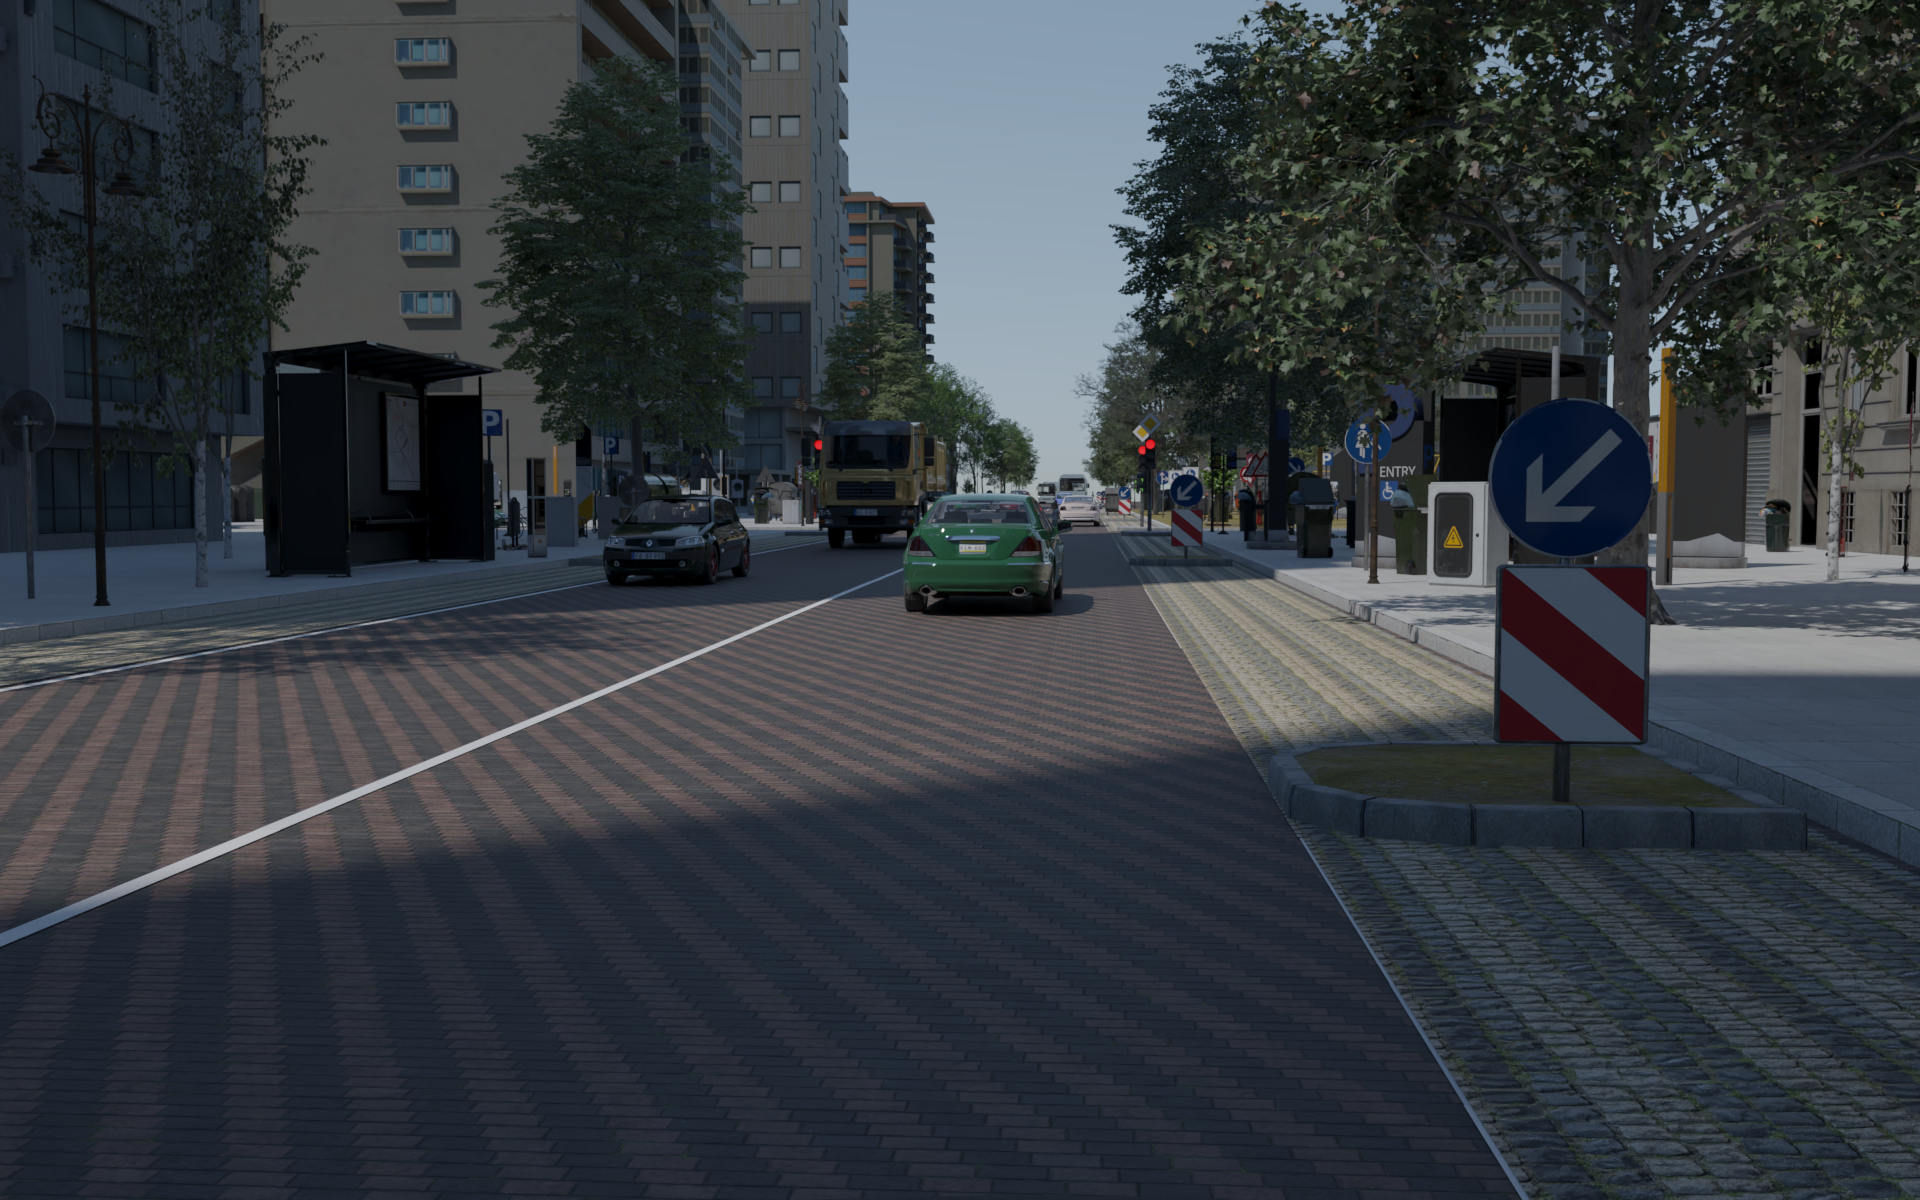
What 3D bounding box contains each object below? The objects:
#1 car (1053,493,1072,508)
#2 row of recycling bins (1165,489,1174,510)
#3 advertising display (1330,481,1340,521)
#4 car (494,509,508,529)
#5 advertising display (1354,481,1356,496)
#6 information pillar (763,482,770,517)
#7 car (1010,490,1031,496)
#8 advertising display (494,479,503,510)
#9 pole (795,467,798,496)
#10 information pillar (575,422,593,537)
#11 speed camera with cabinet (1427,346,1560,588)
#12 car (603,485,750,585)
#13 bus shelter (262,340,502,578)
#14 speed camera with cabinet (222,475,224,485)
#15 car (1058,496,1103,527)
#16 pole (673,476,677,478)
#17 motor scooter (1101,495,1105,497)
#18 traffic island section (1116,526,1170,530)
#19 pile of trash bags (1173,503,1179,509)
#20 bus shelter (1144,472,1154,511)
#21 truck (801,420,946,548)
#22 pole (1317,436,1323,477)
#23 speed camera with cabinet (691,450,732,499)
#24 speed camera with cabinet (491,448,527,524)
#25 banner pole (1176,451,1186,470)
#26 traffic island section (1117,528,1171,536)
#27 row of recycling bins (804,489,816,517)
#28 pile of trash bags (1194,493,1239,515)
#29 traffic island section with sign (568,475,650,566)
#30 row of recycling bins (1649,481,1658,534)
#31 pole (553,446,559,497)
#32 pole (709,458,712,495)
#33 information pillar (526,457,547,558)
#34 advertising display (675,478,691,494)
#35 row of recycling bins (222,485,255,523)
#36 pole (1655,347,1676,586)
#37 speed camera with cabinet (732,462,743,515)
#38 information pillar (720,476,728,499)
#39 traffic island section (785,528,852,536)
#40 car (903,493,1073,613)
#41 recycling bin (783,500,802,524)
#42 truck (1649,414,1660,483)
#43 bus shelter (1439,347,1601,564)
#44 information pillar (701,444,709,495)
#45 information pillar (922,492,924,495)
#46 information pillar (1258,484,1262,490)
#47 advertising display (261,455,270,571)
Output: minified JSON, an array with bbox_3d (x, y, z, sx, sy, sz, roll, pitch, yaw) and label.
[{"bbox_3d":[8.366,-7.889,138.571,1.945,1.707,3.694,0,4,4],"label":"car"},{"bbox_3d":[16.618,-8.005,138.002,1.069,1.692,3.534,1,4,9],"label":"row of recycling bins"},{"bbox_3d":[18.014,-4.832,84.214,0.123,1.923,0.974,-3,5,-41],"label":"advertising display"},{"bbox_3d":[-19.484,-3.273,65.315,4.920,1.459,2.131,0,4,3],"label":"car"},{"bbox_3d":[20.391,-5.038,87.588,0.974,1.923,0.123,-1,4,-11],"label":"advertising display"},{"bbox_3d":[-9.855,-5.117,88.160,0.304,2.012,0.304,1,4,11],"label":"information pillar"},{"bbox_3d":[5.455,-9.309,160.872,2.281,1.827,5.304,0,4,5],"label":"car"},{"bbox_3d":[-20.710,-4.371,76.675,0.974,1.923,0.123,1,4,16],"label":"advertising display"},{"bbox_3d":[-12.283,-8.323,129.925,0.158,3.312,0.155,0,3,0],"label":"pole"},{"bbox_3d":[-11.228,-3.689,51.670,0.504,3.616,0.183,0,4,2],"label":"information pillar"},{"bbox_3d":[7.399,-1.794,23.670,0.660,3.252,2.038,-3,4,-38],"label":"speed camera with cabinet"},{"bbox_3d":[-4.644,-1.158,28.726,2.009,1.686,4.222,0,4,5],"label":"car"},{"bbox_3d":[-9.694,-2.347,29.659,1.731,3.624,6.357,0,4,4],"label":"bus shelter"},{"bbox_3d":[-35.902,-5.466,83.705,0.660,3.252,2.038,-1,4,-21],"label":"speed camera with cabinet"},{"bbox_3d":[5.351,-3.990,77.602,2.083,1.381,4.827,0,4,5],"label":"car"},{"bbox_3d":[-14.994,-5.952,91.158,0.158,3.312,0.155,0,3,0],"label":"pole"},{"bbox_3d":[21.838,-15.361,263.923,0.815,1.314,1.986,0,4,3],"label":"motor scooter"},{"bbox_3d":[7.117,-2.767,67.529,2.009,0.180,2.903,0,4,4],"label":"traffic island section"},{"bbox_3d":[18.197,-7.594,133.921,3.447,1.369,1.912,-2,4,-31],"label":"pile of trash bags"},{"bbox_3d":[14.752,-8.833,135.709,1.731,3.624,6.357,0,4,4],"label":"bus shelter"},{"bbox_3d":[-2.083,-3.204,48.307,3.469,3.379,9.791,0,4,5],"label":"truck"},{"bbox_3d":[12.413,-4.032,59.760,0.158,3.312,0.155,0,3,0],"label":"pole"},{"bbox_3d":[-11.438,-5.106,77.813,2.038,3.252,0.660,0,4,6],"label":"speed camera with cabinet"},{"bbox_3d":[-19.775,-4.942,75.136,2.038,3.252,0.660,-3,5,-40],"label":"speed camera with cabinet"},{"bbox_3d":[12.878,-6.811,101.379,0.863,3.779,0.401,-2,4,-27],"label":"banner pole"},{"bbox_3d":[6.539,-2.280,59.565,2.009,0.180,2.903,0,4,4],"label":"traffic island section"},{"bbox_3d":[-7.189,-5.557,97.975,3.534,1.692,1.069,1,4,11],"label":"row of recycling bins"},{"bbox_3d":[15.804,-5.931,106.726,3.447,1.369,1.912,0,4,-6],"label":"pile of trash bags"},{"bbox_3d":[-6.710,-1.623,35.165,1.989,1.847,2.006,0,4,4],"label":"traffic island section with sign"},{"bbox_3d":[21.252,-3.000,56.166,3.534,1.692,1.069,1,4,22],"label":"row of recycling bins"},{"bbox_3d":[-17.157,-4.877,73.574,0.158,3.312,0.155,0,3,0],"label":"pole"},{"bbox_3d":[-14.097,-6.364,97.897,0.158,3.312,0.155,0,3,0],"label":"pole"},{"bbox_3d":[-8.545,-1.863,34.958,0.304,2.012,0.304,-3,4,-37],"label":"information pillar"},{"bbox_3d":[-11.551,-4.042,71.303,0.974,1.923,0.123,0,4,7],"label":"advertising display"},{"bbox_3d":[-33.244,-4.383,78.768,1.069,1.692,3.534,1,4,10],"label":"row of recycling bins"},{"bbox_3d":[9.884,-1.858,24.224,0.158,3.312,0.155,0,3,0],"label":"pole"},{"bbox_3d":[-14.499,-6.914,107.387,2.038,3.252,0.660,-1,4,-18],"label":"speed camera with cabinet"},{"bbox_3d":[-9.718,-4.092,71.403,0.304,2.012,0.304,-1,4,-12],"label":"information pillar"},{"bbox_3d":[-4.872,-2.331,60.396,2.009,0.180,2.903,0,4,4],"label":"traffic island section"},{"bbox_3d":[0.374,-0.650,22.423,2.131,1.459,4.920,0,4,6],"label":"car"},{"bbox_3d":[-7.156,-3.755,73.954,0.722,1.027,0.722,0,4,5],"label":"recycling bin"},{"bbox_3d":[30.160,-4.459,61.824,11.283,4.237,2.839,0,4,3],"label":"truck"},{"bbox_3d":[9.620,-2.412,30.719,1.731,3.624,6.357,0,4,4],"label":"bus shelter"},{"bbox_3d":[-11.919,-5.475,80.871,0.183,3.616,0.504,-3,5,-45],"label":"information pillar"},{"bbox_3d":[-2.655,-7.804,118.955,0.183,3.616,0.504,-3,5,-44],"label":"information pillar"},{"bbox_3d":[22.664,-7.755,131.281,0.304,2.012,0.304,-2,4,-30],"label":"information pillar"},{"bbox_3d":[-11.723,-1.476,29.351,0.123,1.923,0.974,-1,4,-19],"label":"advertising display"}]
